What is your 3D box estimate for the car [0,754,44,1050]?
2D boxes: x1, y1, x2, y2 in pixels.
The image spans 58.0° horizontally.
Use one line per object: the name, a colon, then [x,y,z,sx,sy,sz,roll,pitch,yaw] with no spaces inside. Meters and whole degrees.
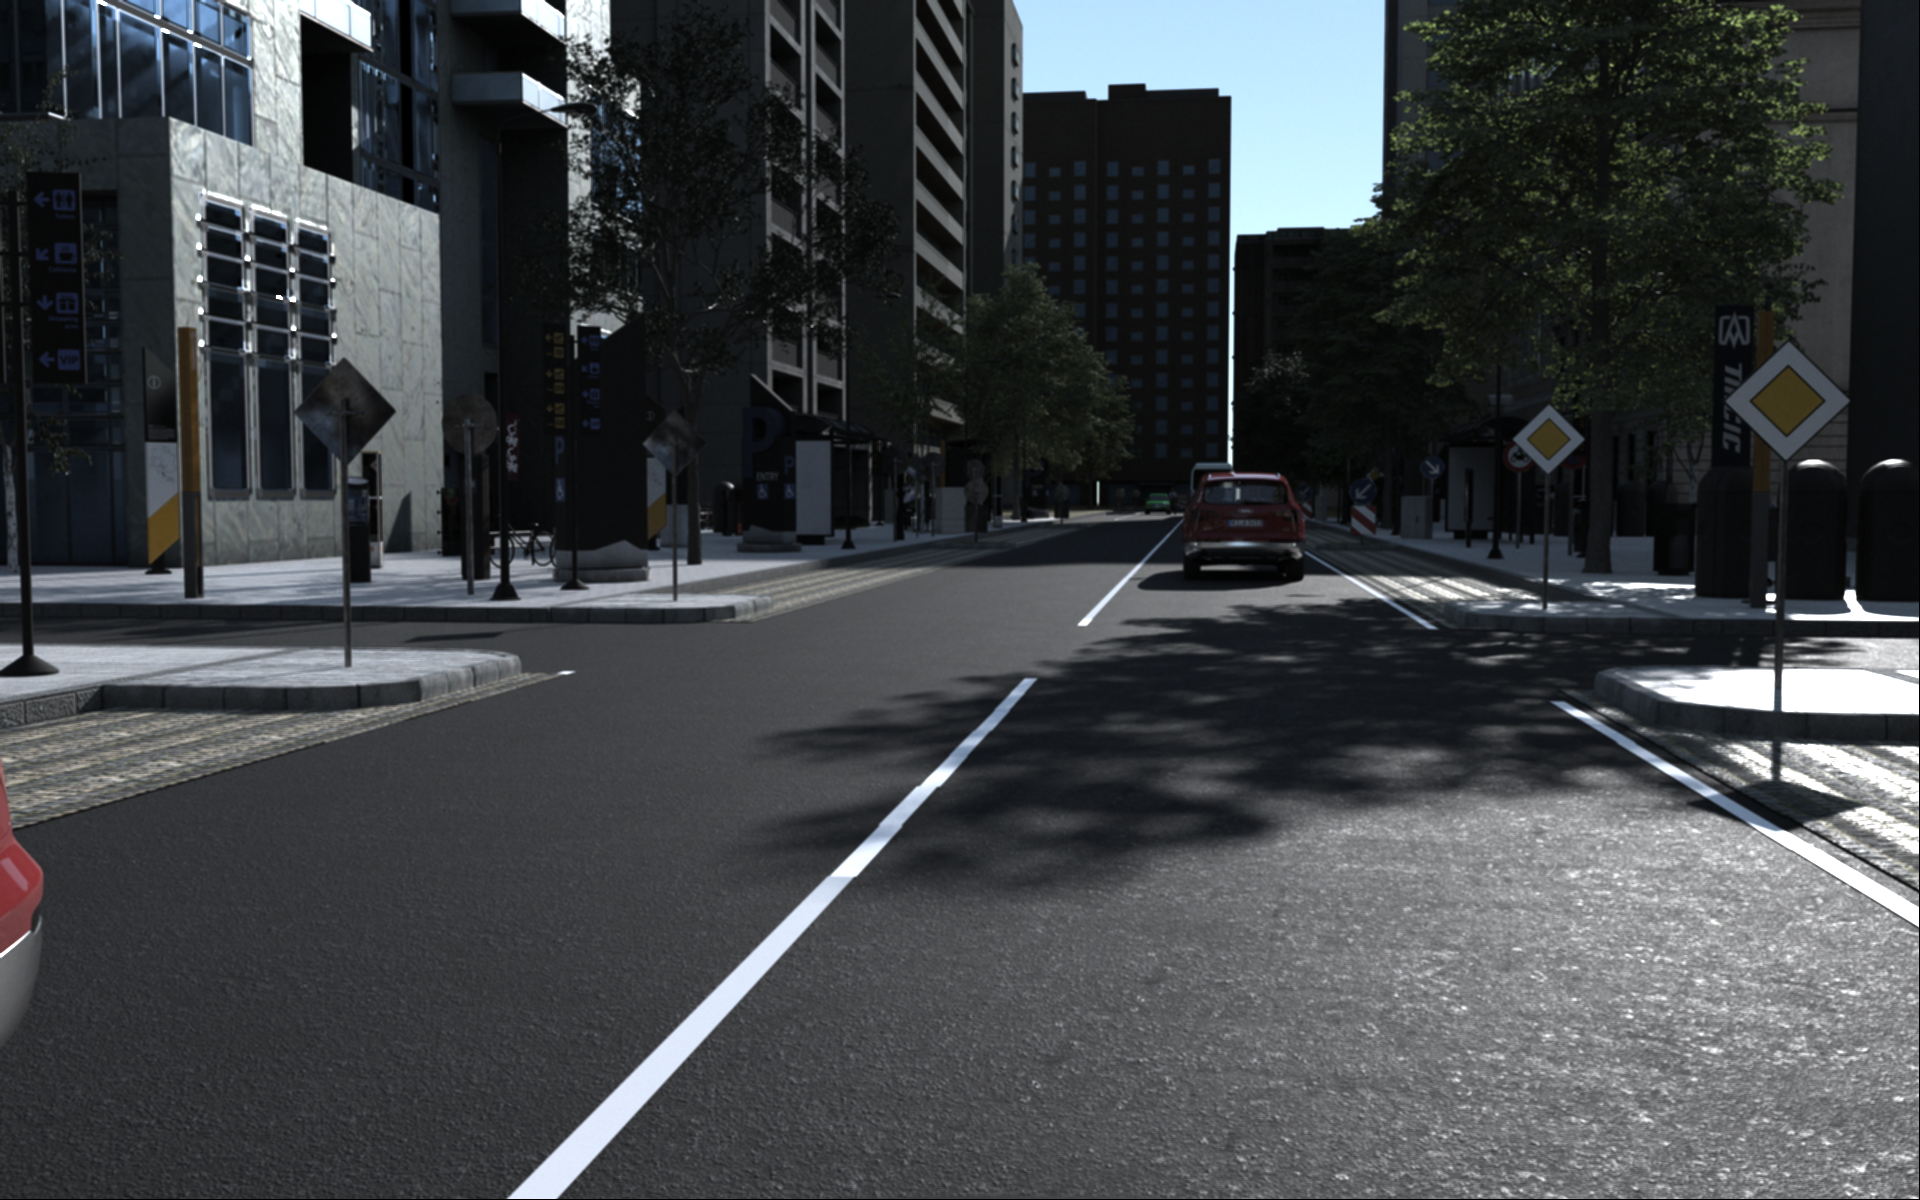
car: [-2.824,0.477,0.883,2.281,1.827,5.304,0,4,6]

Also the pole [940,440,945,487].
pole: [-0.653,-4.377,65.414,0.158,3.312,0.155,0,3,0]

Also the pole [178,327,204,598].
pole: [-9.460,-1.679,21.297,0.158,3.312,0.155,0,3,0]

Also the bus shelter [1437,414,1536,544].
bus shelter: [14.276,-3.232,46.765,2.014,3.302,5.546,0,4,8]

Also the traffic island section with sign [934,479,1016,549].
traffic island section with sign: [0.431,-2.253,45.459,1.989,1.847,2.006,0,4,8]

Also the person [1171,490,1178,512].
person: [17.126,-7.976,139.442,0.750,1.759,0.617,-2,4,-26]

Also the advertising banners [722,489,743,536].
advertising banners: [-6.829,-3.495,53.338,0.090,3.025,2.074,1,4,19]

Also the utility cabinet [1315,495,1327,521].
utility cabinet: [17.498,-4.454,83.989,0.306,1.237,1.020,0,4,-7]

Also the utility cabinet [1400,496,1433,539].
utility cabinet: [13.125,-2.364,49.820,0.306,1.237,1.020,-2,4,-29]

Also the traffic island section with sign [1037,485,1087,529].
traffic island section with sign: [4.301,-3.904,72.458,1.989,1.847,2.006,0,4,8]

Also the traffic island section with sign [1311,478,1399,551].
traffic island section with sign: [10.136,-2.183,44.315,1.989,1.847,2.006,0,4,8]

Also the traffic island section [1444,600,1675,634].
traffic island section: [6.553,0.179,19.350,2.009,0.180,2.903,0,4,8]

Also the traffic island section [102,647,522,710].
traffic island section: [-4.567,0.575,12.873,2.009,0.180,2.903,0,4,8]

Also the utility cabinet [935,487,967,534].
utility cabinet: [-0.300,-2.874,55.672,0.318,1.500,1.173,3,5,43]

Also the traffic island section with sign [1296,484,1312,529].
traffic island section with sign: [13.953,-3.815,71.000,1.989,1.847,2.006,0,4,8]

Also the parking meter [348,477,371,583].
parking meter: [-8.784,-1.027,25.205,0.372,1.533,0.369,0,3,0]

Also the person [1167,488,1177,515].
person: [14.803,-6.873,120.747,0.709,1.838,0.599,1,4,12]

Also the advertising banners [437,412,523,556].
advertising banners: [-10.031,-2.455,36.329,0.090,3.025,2.074,3,5,42]

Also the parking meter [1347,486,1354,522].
parking meter: [18.003,-4.547,80.057,0.399,1.863,0.255,0,4,5]

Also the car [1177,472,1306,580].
car: [4.966,-1.341,30.597,2.281,1.827,5.304,0,4,8]

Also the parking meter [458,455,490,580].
parking meter: [-7.288,-1.240,25.990,0.399,1.863,0.255,1,4,18]

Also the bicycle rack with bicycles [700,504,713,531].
bicycle rack with bicycles: [-9.839,-2.985,62.184,2.852,0.926,2.925,1,4,9]

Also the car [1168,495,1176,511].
car: [17.347,-8.185,146.407,1.945,1.354,3.894,1,4,9]

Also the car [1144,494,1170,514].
car: [14.160,-7.028,123.699,1.959,1.807,4.718,1,4,9]

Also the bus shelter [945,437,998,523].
bus shelter: [0.479,-5.117,74.947,1.731,3.624,6.357,1,4,8]

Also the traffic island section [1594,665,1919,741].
traffic island section: [5.422,0.663,11.445,2.009,0.180,2.903,0,4,8]

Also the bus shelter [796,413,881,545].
bus shelter: [-3.588,-3.185,45.991,2.014,3.302,5.546,0,4,8]

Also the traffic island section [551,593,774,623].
traffic island section: [-3.436,0.092,20.778,2.009,0.180,2.903,0,4,8]

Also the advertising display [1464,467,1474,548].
advertising display: [12.284,-2.239,41.820,0.123,1.923,0.974,1,4,12]

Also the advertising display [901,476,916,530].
advertising display: [-1.842,-3.423,61.176,0.123,1.923,0.974,2,4,27]

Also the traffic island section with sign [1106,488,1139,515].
traffic island section with sign: [11.302,-6.902,121.470,1.989,1.847,2.006,0,4,8]

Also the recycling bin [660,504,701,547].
recycling bin: [-6.784,-1.802,42.022,0.722,1.027,0.722,2,4,35]

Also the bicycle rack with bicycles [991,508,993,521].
bicycle rack with bicycles: [0.205,-4.286,83.455,2.852,0.926,2.925,-1,4,-11]

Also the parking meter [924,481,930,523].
parking meter: [-1.517,-4.339,76.647,0.255,1.863,0.399,1,4,19]

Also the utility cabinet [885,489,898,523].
utility cabinet: [-2.736,-4.147,76.476,1.173,1.500,0.318,2,4,25]

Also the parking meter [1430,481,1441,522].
parking meter: [21.794,-4.507,79.401,0.399,1.863,0.255,-1,4,-22]

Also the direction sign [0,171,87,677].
direction sign: [-6.636,-1.238,12.237,0.876,3.537,0.379,-1,4,-11]

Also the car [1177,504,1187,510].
car: [19.653,-8.877,157.505,2.083,1.381,4.827,1,4,9]

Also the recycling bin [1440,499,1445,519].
recycling bin: [24.871,-4.624,88.161,0.722,1.027,0.722,-1,4,-16]

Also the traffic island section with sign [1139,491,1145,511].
traffic island section with sign: [15.172,-8.554,148.478,1.989,1.847,2.006,0,4,8]

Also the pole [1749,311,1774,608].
pole: [8.998,-1.566,19.440,0.158,3.312,0.155,0,3,0]

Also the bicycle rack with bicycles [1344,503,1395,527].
bicycle rack with bicycles: [16.673,-3.303,67.394,2.852,0.926,2.925,-1,4,-17]

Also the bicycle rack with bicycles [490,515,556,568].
bicycle rack with bicycles: [-7.045,-1.032,30.256,2.852,0.926,2.925,1,4,23]

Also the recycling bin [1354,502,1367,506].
recycling bin: [18.955,-4.268,82.333,0.722,1.027,0.722,-1,4,-15]
